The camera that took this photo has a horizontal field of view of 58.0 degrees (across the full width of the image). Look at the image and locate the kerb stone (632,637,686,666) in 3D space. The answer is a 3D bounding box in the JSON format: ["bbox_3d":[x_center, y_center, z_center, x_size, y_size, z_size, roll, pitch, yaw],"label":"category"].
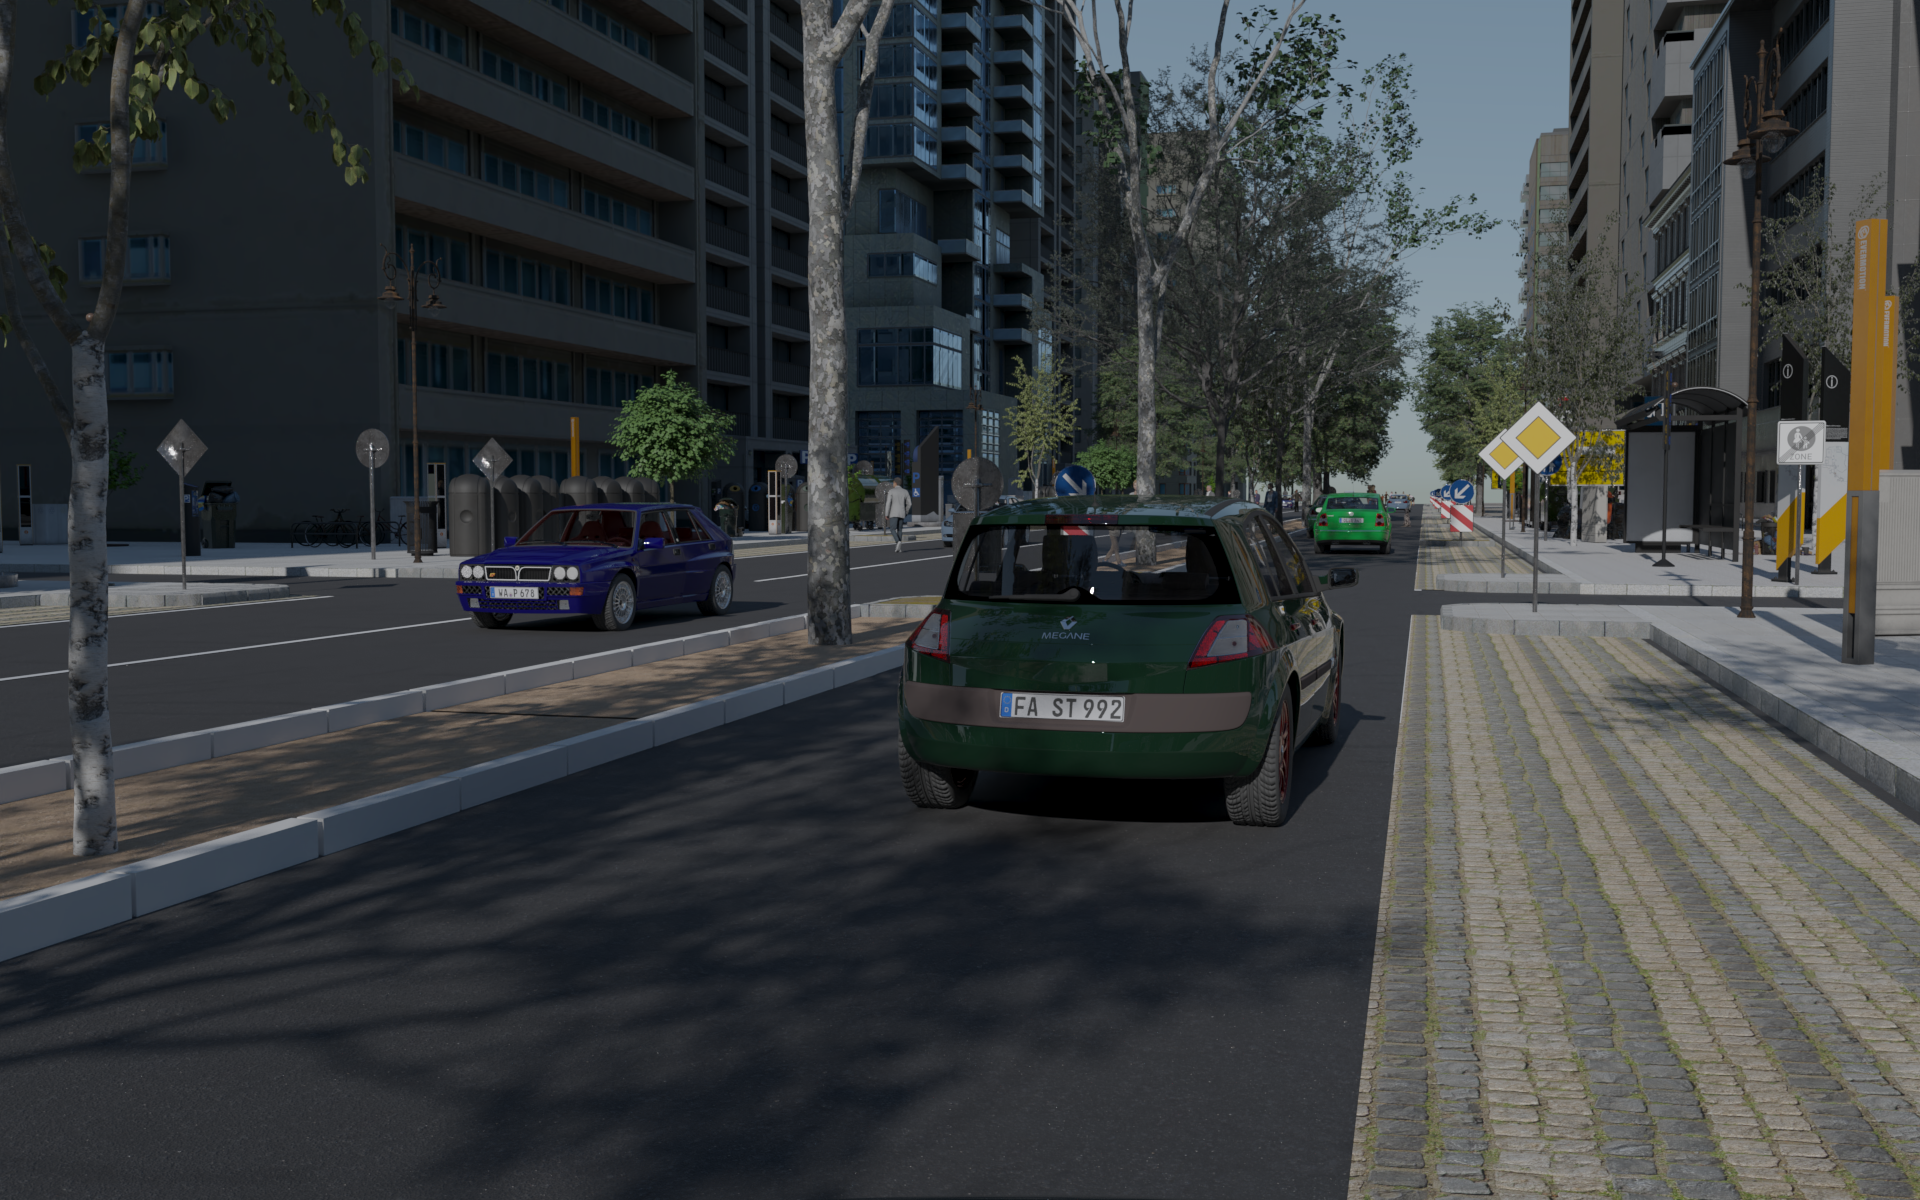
[{"bbox_3d":[-2.626,0.453,14.797,0.120,0.150,1.000,1,4,15],"label":"kerb stone"}]

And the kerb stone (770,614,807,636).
[{"bbox_3d":[-1.828,0.271,17.765,0.120,0.150,1.000,1,4,15],"label":"kerb stone"}]

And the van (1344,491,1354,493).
[{"bbox_3d":[48.953,-12.896,217.867,2.013,2.044,4.112,1,4,13],"label":"van"}]

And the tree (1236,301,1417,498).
[{"bbox_3d":[20.371,-10.799,96.021,9.611,12.733,9.660,0,3,0],"label":"tree"}]

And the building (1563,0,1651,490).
[{"bbox_3d":[59.106,-31.231,134.320,21.300,48.544,21.600,1,4,15],"label":"building"}]

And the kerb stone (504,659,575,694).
[{"bbox_3d":[-3.159,0.574,12.815,0.120,0.150,1.000,1,4,15],"label":"kerb stone"}]

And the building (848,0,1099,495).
[{"bbox_3d":[1.123,-43.382,147.554,20.563,71.187,20.611,1,4,15],"label":"building"}]

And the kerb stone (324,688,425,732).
[{"bbox_3d":[-3.692,0.697,10.831,0.120,0.150,1.000,1,4,15],"label":"kerb stone"}]

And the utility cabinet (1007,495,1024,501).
[{"bbox_3d":[2.462,-4.119,78.513,0.306,1.237,1.020,-3,4,-38],"label":"utility cabinet"}]

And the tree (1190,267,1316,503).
[{"bbox_3d":[9.223,-6.211,54.366,4.360,8.622,3.978,0,3,0],"label":"tree"}]

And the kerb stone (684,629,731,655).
[{"bbox_3d":[-2.361,0.395,15.788,0.120,0.150,1.000,1,4,15],"label":"kerb stone"}]

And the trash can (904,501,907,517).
[{"bbox_3d":[-3.211,-5.113,95.244,0.748,1.137,0.748,0,3,0],"label":"trash can"}]

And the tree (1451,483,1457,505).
[{"bbox_3d":[59.563,-13.127,209.228,1.663,3.219,1.824,0,3,0],"label":"tree"}]

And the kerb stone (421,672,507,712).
[{"bbox_3d":[-3.421,0.634,11.827,0.120,0.150,1.000,1,4,15],"label":"kerb stone"}]

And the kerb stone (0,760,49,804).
[{"bbox_3d":[-4.487,0.877,7.862,0.120,0.150,1.000,1,4,15],"label":"kerb stone"}]

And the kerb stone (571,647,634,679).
[{"bbox_3d":[-2.896,0.513,13.806,0.120,0.150,1.000,1,4,15],"label":"kerb stone"}]

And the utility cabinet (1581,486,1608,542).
[{"bbox_3d":[16.804,-2.276,45.898,0.318,1.500,1.173,0,4,3],"label":"utility cabinet"}]

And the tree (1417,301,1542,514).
[{"bbox_3d":[34.240,-12.650,113.487,9.857,13.997,8.962,0,3,0],"label":"tree"}]

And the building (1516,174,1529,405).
[{"bbox_3d":[86.712,-37.460,232.080,23.786,49.044,30.456,1,4,15],"label":"building"}]

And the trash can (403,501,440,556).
[{"bbox_3d":[-11.146,-1.482,35.879,0.748,1.137,0.748,0,3,0],"label":"trash can"}]

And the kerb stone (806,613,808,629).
[{"bbox_3d":[-1.550,0.210,18.757,0.120,0.150,1.000,1,4,15],"label":"kerb stone"}]

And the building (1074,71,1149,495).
[{"bbox_3d":[9.807,-29.410,164.440,14.154,41.232,14.086,1,4,15],"label":"building"}]

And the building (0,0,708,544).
[{"bbox_3d":[-22.426,-26.436,55.937,21.300,48.544,21.600,1,4,15],"label":"building"}]

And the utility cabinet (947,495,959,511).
[{"bbox_3d":[-0.164,-5.101,94.564,1.020,1.237,0.306,1,4,13],"label":"utility cabinet"}]

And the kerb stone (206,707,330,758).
[{"bbox_3d":[-3.955,0.760,9.843,0.120,0.150,1.000,1,4,15],"label":"kerb stone"}]

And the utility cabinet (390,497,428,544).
[{"bbox_3d":[-14.122,-2.045,44.594,1.020,1.237,0.306,-1,4,-10],"label":"utility cabinet"}]

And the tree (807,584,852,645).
[{"bbox_3d":[-0.288,-9.565,14.742,12.611,20.169,13.585,0,3,0],"label":"tree"}]

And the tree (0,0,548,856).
[{"bbox_3d":[-3.415,-3.305,6.864,4.737,8.622,4.395,0,3,0],"label":"tree"}]

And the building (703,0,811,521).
[{"bbox_3d":[-16.207,-39.474,83.659,20.563,71.187,20.611,1,4,15],"label":"building"}]

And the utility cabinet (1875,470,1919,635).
[{"bbox_3d":[8.675,-0.430,15.714,1.173,1.500,0.318,-1,4,-11],"label":"utility cabinet"}]

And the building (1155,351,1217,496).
[{"bbox_3d":[15.998,-22.476,212.528,27.650,21.520,28.899,1,4,15],"label":"building"}]

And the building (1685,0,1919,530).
[{"bbox_3d":[35.471,-14.833,61.580,14.314,24.678,30.058,1,4,15],"label":"building"}]

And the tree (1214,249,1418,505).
[{"bbox_3d":[17.820,-10.802,85.721,9.857,13.997,8.962,0,3,0],"label":"tree"}]

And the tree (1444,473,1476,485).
[{"bbox_3d":[47.559,-11.072,164.733,4.285,4.588,4.351,0,3,0],"label":"tree"}]

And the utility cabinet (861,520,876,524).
[{"bbox_3d":[-4.294,-4.308,79.110,0.318,1.500,1.173,-2,4,-35],"label":"utility cabinet"}]

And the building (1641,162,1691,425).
[{"bbox_3d":[40.428,-13.535,85.918,10.561,19.102,19.286,1,4,15],"label":"building"}]

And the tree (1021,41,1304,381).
[{"bbox_3d":[6.983,-8.161,46.255,12.009,13.543,11.850,0,3,0],"label":"tree"}]

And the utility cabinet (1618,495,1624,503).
[{"bbox_3d":[34.671,-4.895,91.198,1.020,1.237,0.306,2,4,30],"label":"utility cabinet"}]

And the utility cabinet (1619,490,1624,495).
[{"bbox_3d":[36.771,-5.384,96.702,1.173,1.500,0.318,-2,4,-35],"label":"utility cabinet"}]

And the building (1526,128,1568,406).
[{"bbox_3d":[76.707,-34.319,211.234,14.600,45.320,14.200,1,4,15],"label":"building"}]

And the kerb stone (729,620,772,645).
[{"bbox_3d":[-2.088,0.334,16.777,0.120,0.150,1.000,1,4,15],"label":"kerb stone"}]

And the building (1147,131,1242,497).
[{"bbox_3d":[26.330,-37.431,235.697,21.300,48.544,21.600,1,4,15],"label":"building"}]

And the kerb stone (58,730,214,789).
[{"bbox_3d":[-4.217,0.816,8.848,0.120,0.150,1.000,1,4,15],"label":"kerb stone"}]

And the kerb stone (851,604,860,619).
[{"bbox_3d":[-1.300,0.156,19.749,0.120,0.150,1.000,1,4,15],"label":"kerb stone"}]

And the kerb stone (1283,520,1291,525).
[{"bbox_3d":[15.592,-3.698,82.661,0.120,0.150,1.000,1,4,15],"label":"kerb stone"}]

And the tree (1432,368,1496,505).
[{"bbox_3d":[45.886,-14.452,154.422,7.486,12.596,7.792,0,3,0],"label":"tree"}]

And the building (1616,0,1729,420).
[{"bbox_3d":[57.189,-31.771,108.695,28.713,52.752,27.495,1,4,15],"label":"building"}]

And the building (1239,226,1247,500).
[{"bbox_3d":[34.197,-34.797,252.522,14.154,41.232,14.086,1,4,15],"label":"building"}]

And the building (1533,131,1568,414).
[{"bbox_3d":[72.600,-31.400,196.990,14.154,41.232,14.086,1,4,15],"label":"building"}]

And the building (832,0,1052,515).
[{"bbox_3d":[-5.623,-49.514,122.225,22.319,86.520,31.000,1,4,15],"label":"building"}]
